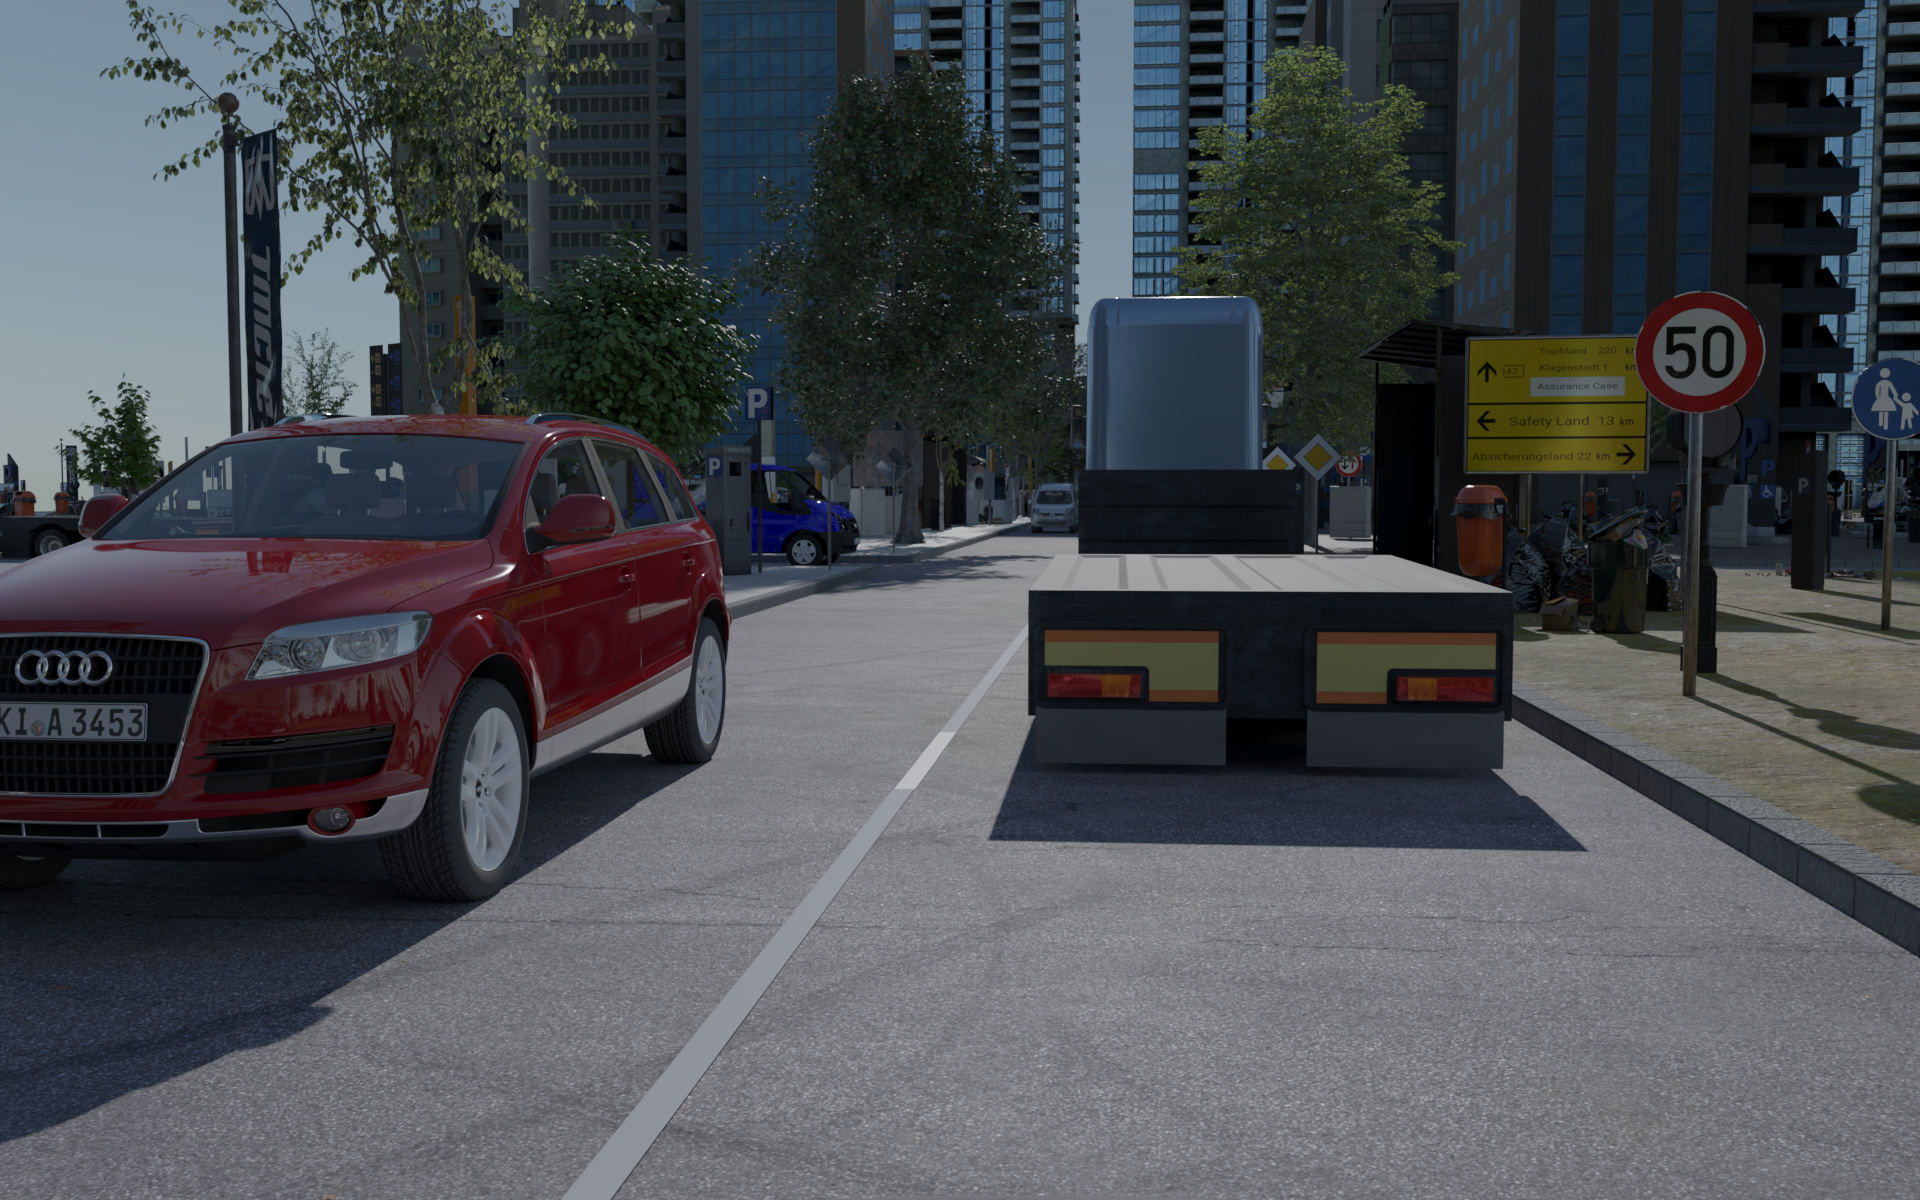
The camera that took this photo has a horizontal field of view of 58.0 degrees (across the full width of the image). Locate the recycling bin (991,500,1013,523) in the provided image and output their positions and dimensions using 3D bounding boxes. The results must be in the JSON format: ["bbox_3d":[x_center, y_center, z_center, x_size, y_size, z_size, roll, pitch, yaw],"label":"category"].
[{"bbox_3d":[1.840,-3.876,75.933,0.722,1.027,0.722,3,4,36],"label":"recycling bin"}]

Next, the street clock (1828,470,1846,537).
[{"bbox_3d":[26.398,-2.913,52.202,0.358,2.002,0.471,-1,4,-17],"label":"street clock"}]

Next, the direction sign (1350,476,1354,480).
[{"bbox_3d":[21.840,-6.444,97.362,0.876,3.537,0.379,-3,4,-38],"label":"direction sign"}]

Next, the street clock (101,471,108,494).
[{"bbox_3d":[-25.871,-2.935,52.562,0.471,2.002,0.358,-2,4,-33],"label":"street clock"}]

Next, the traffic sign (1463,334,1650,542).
[{"bbox_3d":[7.649,-1.737,22.267,2.265,3.308,0.079,1,4,12],"label":"traffic sign"}]

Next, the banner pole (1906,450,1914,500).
[{"bbox_3d":[53.587,-6.589,97.742,0.401,3.779,0.863,0,3,0],"label":"banner pole"}]

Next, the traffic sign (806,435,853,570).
[{"bbox_3d":[-2.214,-1.575,29.386,0.795,2.450,0.064,0,4,6],"label":"traffic sign"}]

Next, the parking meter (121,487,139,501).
[{"bbox_3d":[-18.812,-1.888,39.283,0.372,1.533,0.369,0,3,0],"label":"parking meter"}]

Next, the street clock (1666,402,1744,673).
[{"bbox_3d":[5.329,-0.481,12.440,0.471,2.002,0.358,0,4,-2],"label":"street clock"}]

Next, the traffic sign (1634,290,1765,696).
[{"bbox_3d":[4.641,-0.663,10.948,0.768,2.556,0.104,1,4,14],"label":"traffic sign"}]

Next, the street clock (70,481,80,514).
[{"bbox_3d":[-45.914,-5.216,89.850,0.471,2.002,0.358,-1,4,-12],"label":"street clock"}]

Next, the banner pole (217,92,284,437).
[{"bbox_3d":[-4.390,-1.268,10.750,0.863,3.779,0.401,3,5,42],"label":"banner pole"}]

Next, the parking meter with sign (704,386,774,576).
[{"bbox_3d":[-3.695,-1.906,27.423,0.543,3.016,1.738,2,4,32],"label":"parking meter with sign"}]

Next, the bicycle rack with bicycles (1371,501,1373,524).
[{"bbox_3d":[17.924,-3.782,75.214,2.852,0.926,2.925,-3,5,-40],"label":"bicycle rack with bicycles"}]

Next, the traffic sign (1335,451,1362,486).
[{"bbox_3d":[11.467,-3.123,51.163,0.768,2.556,0.104,1,4,8],"label":"traffic sign"}]

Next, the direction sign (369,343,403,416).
[{"bbox_3d":[-8.684,-2.097,26.279,0.876,3.537,0.379,3,5,41],"label":"direction sign"}]

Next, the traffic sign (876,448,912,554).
[{"bbox_3d":[-1.424,-2.061,37.332,0.795,2.450,0.064,0,4,6],"label":"traffic sign"}]

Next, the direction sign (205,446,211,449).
[{"bbox_3d":[-35.497,-5.522,82.282,0.379,3.537,0.876,1,4,16],"label":"direction sign"}]

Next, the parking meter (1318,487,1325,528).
[{"bbox_3d":[13.441,-3.447,64.775,0.372,1.533,0.369,0,3,0],"label":"parking meter"}]

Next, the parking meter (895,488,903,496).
[{"bbox_3d":[-2.712,-4.216,77.342,0.372,1.533,0.369,0,3,0],"label":"parking meter"}]

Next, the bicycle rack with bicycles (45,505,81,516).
[{"bbox_3d":[-29.373,-2.805,59.242,2.925,0.926,2.852,0,4,8],"label":"bicycle rack with bicycles"}]

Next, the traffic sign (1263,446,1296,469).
[{"bbox_3d":[6.678,-2.010,36.508,0.795,2.450,0.064,0,4,6],"label":"traffic sign"}]

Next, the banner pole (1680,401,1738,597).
[{"bbox_3d":[9.295,-1.933,21.615,0.863,3.779,0.401,0,4,-1],"label":"banner pole"}]

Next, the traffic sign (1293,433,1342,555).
[{"bbox_3d":[5.888,-1.524,28.562,0.795,2.450,0.064,0,4,6],"label":"traffic sign"}]

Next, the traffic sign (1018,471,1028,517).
[{"bbox_3d":[3.493,-5.828,95.397,0.768,2.556,0.104,1,4,12],"label":"traffic sign"}]

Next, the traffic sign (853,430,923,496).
[{"bbox_3d":[-2.317,-3.769,55.500,2.265,3.308,0.079,0,4,6],"label":"traffic sign"}]

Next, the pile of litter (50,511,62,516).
[{"bbox_3d":[-50.829,-5.129,97.820,1.176,0.858,1.719,2,4,35],"label":"pile of litter"}]

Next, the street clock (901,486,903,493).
[{"bbox_3d":[-2.149,-3.900,68.336,0.358,2.002,0.471,-3,5,-41],"label":"street clock"}]

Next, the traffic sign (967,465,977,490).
[{"bbox_3d":[0.350,-4.611,75.502,0.768,2.556,0.104,1,4,12],"label":"traffic sign"}]

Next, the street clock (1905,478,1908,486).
[{"bbox_3d":[40.098,-4.184,72.974,0.471,2.002,0.358,3,5,43],"label":"street clock"}]

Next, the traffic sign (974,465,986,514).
[{"bbox_3d":[0.816,-4.668,76.432,0.768,2.556,0.104,1,4,12],"label":"traffic sign"}]

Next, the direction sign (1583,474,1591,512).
[{"bbox_3d":[25.376,-4.780,70.153,0.379,3.537,0.876,3,5,41],"label":"direction sign"}]

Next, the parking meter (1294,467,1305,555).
[{"bbox_3d":[6.989,-1.862,36.162,0.399,1.863,0.255,0,4,6],"label":"parking meter"}]

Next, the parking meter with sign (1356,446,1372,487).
[{"bbox_3d":[14.769,-4.098,63.262,0.543,3.016,1.738,1,4,15],"label":"parking meter with sign"}]

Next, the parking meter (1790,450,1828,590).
[{"bbox_3d":[11.439,-1.078,23.344,0.255,1.863,0.399,-1,4,-20],"label":"parking meter"}]

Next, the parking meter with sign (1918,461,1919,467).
[{"bbox_3d":[50.314,-5.755,90.355,0.543,3.016,1.738,2,4,27],"label":"parking meter with sign"}]

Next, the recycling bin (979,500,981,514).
[{"bbox_3d":[0.555,-4.119,79.903,0.722,1.027,0.722,0,4,-8],"label":"recycling bin"}]

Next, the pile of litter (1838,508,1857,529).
[{"bbox_3d":[32.501,-3.046,63.771,1.719,0.858,1.176,-2,4,-30],"label":"pile of litter"}]

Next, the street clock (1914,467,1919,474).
[{"bbox_3d":[26.045,-2.592,46.953,0.358,2.002,0.471,0,4,4],"label":"street clock"}]

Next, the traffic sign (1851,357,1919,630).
[{"bbox_3d":[8.732,-0.988,16.263,0.768,2.556,0.104,1,4,9],"label":"traffic sign"}]

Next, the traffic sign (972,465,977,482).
[{"bbox_3d":[0.712,-4.701,76.868,0.884,2.594,0.081,1,4,11],"label":"traffic sign"}]

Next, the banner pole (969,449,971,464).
[{"bbox_3d":[0.560,-6.386,94.421,0.401,3.779,0.863,0,4,3],"label":"banner pole"}]

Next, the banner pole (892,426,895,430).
[{"bbox_3d":[-2.628,-4.522,63.945,0.863,3.779,0.401,-3,4,-38],"label":"banner pole"}]

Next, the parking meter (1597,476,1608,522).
[{"bbox_3d":[21.022,-3.117,56.674,0.255,1.863,0.399,3,4,37],"label":"parking meter"}]

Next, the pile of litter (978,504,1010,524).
[{"bbox_3d":[1.334,-3.654,73.705,1.719,0.858,1.176,0,4,-6],"label":"pile of litter"}]

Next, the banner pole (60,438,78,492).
[{"bbox_3d":[-40.189,-5.385,78.055,0.863,3.779,0.401,-2,4,-25],"label":"banner pole"}]

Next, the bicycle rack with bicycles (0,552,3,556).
[{"bbox_3d":[-6.896,0.161,10.743,2.852,0.926,2.925,2,4,25],"label":"bicycle rack with bicycles"}]
